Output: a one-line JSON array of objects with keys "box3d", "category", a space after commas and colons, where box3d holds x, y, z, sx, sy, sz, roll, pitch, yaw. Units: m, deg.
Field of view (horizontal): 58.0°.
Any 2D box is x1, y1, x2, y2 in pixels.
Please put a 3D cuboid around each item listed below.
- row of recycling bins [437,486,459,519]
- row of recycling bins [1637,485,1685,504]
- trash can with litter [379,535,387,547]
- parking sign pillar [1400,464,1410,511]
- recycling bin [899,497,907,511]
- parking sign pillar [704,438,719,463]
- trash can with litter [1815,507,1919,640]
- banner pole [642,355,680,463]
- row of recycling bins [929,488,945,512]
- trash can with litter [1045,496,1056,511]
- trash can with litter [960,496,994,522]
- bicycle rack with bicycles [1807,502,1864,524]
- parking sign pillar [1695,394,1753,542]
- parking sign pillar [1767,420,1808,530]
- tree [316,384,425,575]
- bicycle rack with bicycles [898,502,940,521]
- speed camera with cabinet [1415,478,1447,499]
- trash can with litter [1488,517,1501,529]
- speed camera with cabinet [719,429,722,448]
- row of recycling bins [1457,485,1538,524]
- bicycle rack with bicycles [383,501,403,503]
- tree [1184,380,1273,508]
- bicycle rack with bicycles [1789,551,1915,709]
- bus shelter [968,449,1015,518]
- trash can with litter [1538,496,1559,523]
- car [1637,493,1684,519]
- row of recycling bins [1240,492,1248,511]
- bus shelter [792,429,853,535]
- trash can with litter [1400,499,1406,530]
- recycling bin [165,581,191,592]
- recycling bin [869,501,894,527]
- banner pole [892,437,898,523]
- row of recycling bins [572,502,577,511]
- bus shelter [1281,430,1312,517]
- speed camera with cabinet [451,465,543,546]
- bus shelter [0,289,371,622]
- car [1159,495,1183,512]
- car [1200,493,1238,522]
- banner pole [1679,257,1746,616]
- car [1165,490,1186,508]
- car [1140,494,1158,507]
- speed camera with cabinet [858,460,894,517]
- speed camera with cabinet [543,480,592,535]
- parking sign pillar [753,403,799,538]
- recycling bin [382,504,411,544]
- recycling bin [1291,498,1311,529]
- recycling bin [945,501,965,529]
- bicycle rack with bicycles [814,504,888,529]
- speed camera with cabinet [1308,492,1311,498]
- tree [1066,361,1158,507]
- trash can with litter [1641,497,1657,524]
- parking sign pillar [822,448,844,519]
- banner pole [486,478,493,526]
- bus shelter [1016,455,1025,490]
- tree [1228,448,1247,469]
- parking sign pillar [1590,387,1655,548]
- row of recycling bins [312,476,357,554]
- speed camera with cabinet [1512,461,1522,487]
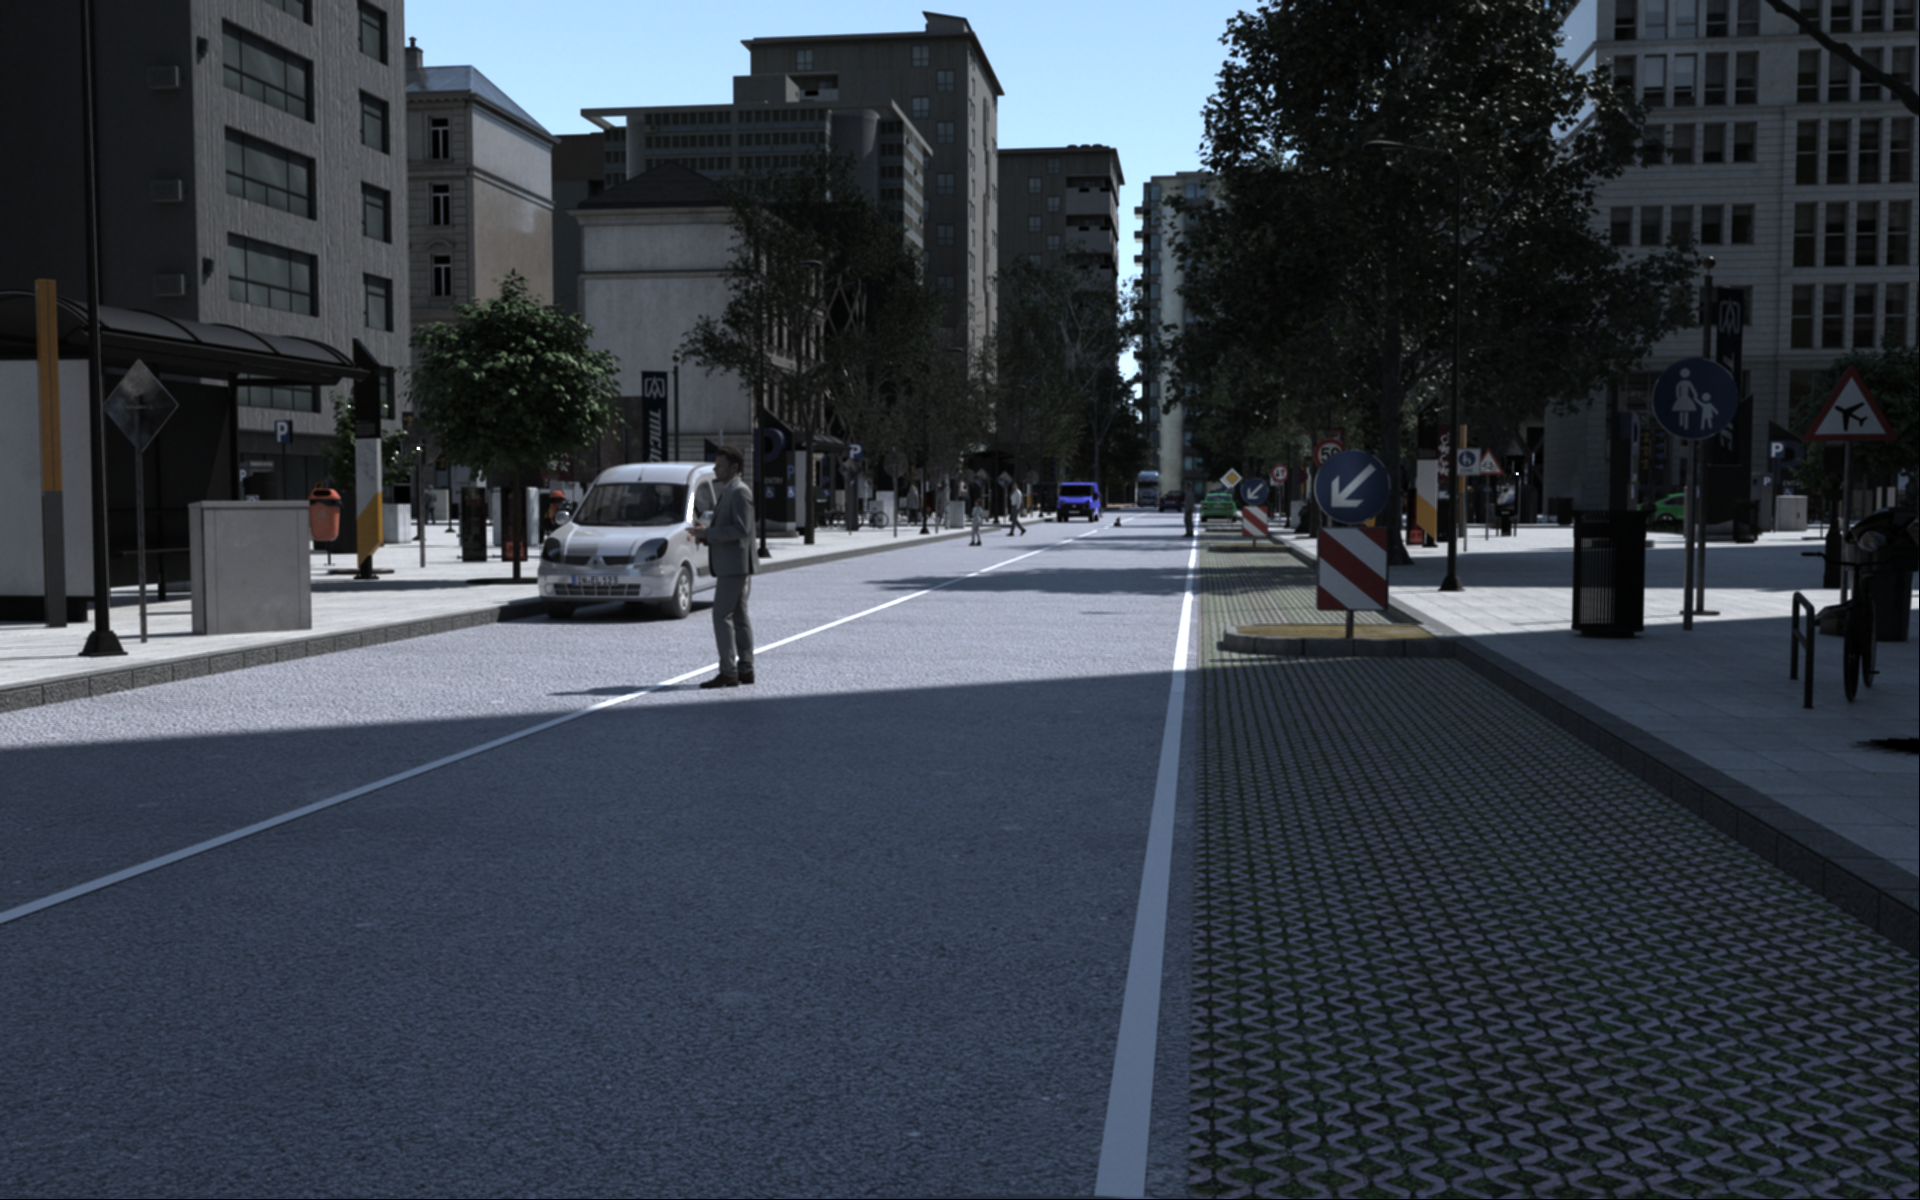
[{"box3d": [-26.018, -5.102, 90.534, 1.069, 1.692, 3.534, 1, 4, 22], "category": "row of recycling bins"}, {"box3d": [30.776, -4.268, 76.887, 3.534, 1.692, 1.069, -1, 4, -21], "category": "row of recycling bins"}, {"box3d": [-14.370, -1.862, 41.830, 0.624, 1.170, 1.055, 1, 4, 14], "category": "trash can with litter"}, {"box3d": [33.549, -8.760, 131.690, 1.447, 3.967, 1.447, -1, 4, -18], "category": "parking sign pillar"}, {"box3d": [-4.013, -7.070, 128.141, 0.722, 1.027, 0.722, -2, 4, -33], "category": "recycling bin"}, {"box3d": [-11.554, -5.778, 82.936, 1.447, 3.967, 1.447, -1, 4, -17], "category": "parking sign pillar"}, {"box3d": [8.015, -0.248, 15.442, 0.624, 1.170, 1.055, 0, 4, -8], "category": "trash can with litter"}, {"box3d": [-5.316, -2.515, 31.145, 0.863, 3.779, 0.401, -2, 4, -23], "category": "banner pole"}, {"box3d": [-1.810, -7.132, 123.716, 1.069, 1.692, 3.534, -2, 4, -33], "category": "row of recycling bins"}, {"box3d": [6.441, -6.776, 122.179, 0.624, 1.170, 1.055, -2, 4, -29], "category": "trash can with litter"}, {"box3d": [0.664, -4.159, 79.057, 2.233, 1.210, 1.678, -1, 4, -22], "category": "trash can with litter"}, {"box3d": [36.961, -3.708, 74.012, 2.925, 0.926, 2.852, -1, 4, -19], "category": "bicycle rack with bicycles"}, {"box3d": [20.711, -3.578, 46.966, 1.447, 3.967, 1.447, 0, 4, 7], "category": "parking sign pillar"}, {"box3d": [29.876, -4.529, 62.522, 1.447, 3.967, 1.447, 1, 4, 16], "category": "parking sign pillar"}, {"box3d": [-9.740, -2.033, 27.837, 1.663, 3.219, 1.824, 0, 3, 0], "category": "tree"}, {"box3d": [-2.242, -4.248, 82.837, 2.925, 0.926, 2.852, 0, 4, 5], "category": "bicycle rack with bicycles"}, {"box3d": [25.727, -6.101, 94.090, 0.660, 3.252, 2.038, -3, 4, -38], "category": "speed camera with cabinet"}, {"box3d": [19.830, -3.207, 63.816, 0.624, 1.170, 1.055, -1, 4, -16], "category": "trash can with litter"}, {"box3d": [-7.872, -3.589, 53.011, 0.660, 3.252, 2.038, -3, 5, -42], "category": "speed camera with cabinet"}, {"box3d": [23.103, -4.141, 74.824, 3.534, 1.692, 1.069, 0, 4, 1], "category": "row of recycling bins"}, {"box3d": [-39.894, -6.341, 117.063, 2.925, 0.926, 2.852, 2, 4, 32], "category": "bicycle rack with bicycles"}, {"box3d": [25.477, -15.475, 159.666, 9.857, 13.997, 8.962, 0, 3, 0], "category": "tree"}, {"box3d": [6.424, 0.151, 10.906, 2.852, 0.926, 2.925, 2, 4, 24], "category": "bicycle rack with bicycles"}, {"box3d": [1.660, -6.303, 94.340, 1.731, 3.624, 6.357, 0, 4, 8], "category": "bus shelter"}, {"box3d": [26.027, -4.040, 77.111, 2.233, 1.210, 1.678, -1, 4, -8], "category": "trash can with litter"}, {"box3d": [28.530, -3.558, 66.966, 4.718, 1.807, 1.959, 1, 4, 9], "category": "car"}, {"box3d": [23.017, -7.911, 136.458, 1.069, 1.692, 3.534, 2, 4, 29], "category": "row of recycling bins"}, {"box3d": [-4.988, -3.804, 56.126, 2.014, 3.302, 5.546, 0, 4, 8], "category": "bus shelter"}, {"box3d": [15.149, -3.075, 61.342, 2.233, 1.210, 1.678, -3, 5, -42], "category": "trash can with litter"}, {"box3d": [-10.142, -0.638, 22.979, 0.722, 1.027, 0.722, 0, 4, -2], "category": "recycling bin"}, {"box3d": [-3.059, -3.350, 67.328, 0.722, 1.027, 0.722, 3, 4, 36], "category": "recycling bin"}, {"box3d": [-2.859, -5.277, 76.291, 0.401, 3.779, 0.863, -1, 4, -20], "category": "banner pole"}, {"box3d": [-12.209, -3.161, 58.801, 1.069, 1.692, 3.534, -3, 5, -41], "category": "row of recycling bins"}, {"box3d": [19.258, -7.434, 99.173, 2.179, 5.291, 8.768, 0, 4, 8], "category": "bus shelter"}, {"box3d": [-11.486, -2.964, 42.796, 2.038, 3.252, 0.660, 1, 4, 10], "category": "speed camera with cabinet"}, {"box3d": [-9.002, -1.587, 19.878, 2.014, 3.302, 5.546, 0, 4, 8], "category": "bus shelter"}, {"box3d": [16.853, -7.703, 138.525, 1.945, 1.354, 3.894, 1, 4, 9], "category": "car"}, {"box3d": [13.270, -4.888, 88.718, 1.959, 1.807, 4.718, 1, 4, 9], "category": "car"}, {"box3d": [8.089, -1.742, 18.491, 0.863, 3.779, 0.401, -2, 4, -32], "category": "banner pole"}, {"box3d": [22.614, -10.576, 181.592, 2.281, 1.827, 5.304, 0, 4, 8], "category": "car"}, {"box3d": [20.750, -10.902, 190.242, 2.014, 1.417, 4.499, 0, 4, 8], "category": "car"}, {"box3d": [-4.618, -6.225, 96.120, 2.038, 3.252, 0.660, -1, 4, -23], "category": "speed camera with cabinet"}, {"box3d": [-12.324, -3.685, 54.579, 2.038, 3.252, 0.660, 1, 4, 12], "category": "speed camera with cabinet"}, {"box3d": [-5.466, -3.816, 50.867, 1.447, 3.967, 1.447, 2, 4, 34], "category": "parking sign pillar"}, {"box3d": [-14.722, -1.978, 44.892, 0.722, 1.027, 0.722, 1, 4, 12], "category": "recycling bin"}, {"box3d": [12.568, -3.099, 63.225, 0.722, 1.027, 0.722, -2, 4, -33], "category": "recycling bin"}, {"box3d": [-0.193, -3.188, 64.675, 0.722, 1.027, 0.722, 0, 4, 2], "category": "recycling bin"}, {"box3d": [-4.423, -3.086, 63.832, 2.925, 0.926, 2.852, 1, 4, 22], "category": "bicycle rack with bicycles"}, {"box3d": [30.518, -9.305, 146.470, 2.038, 3.252, 0.660, -1, 4, -15], "category": "speed camera with cabinet"}, {"box3d": [13.839, -15.844, 165.702, 9.857, 13.997, 8.962, 0, 3, 0], "category": "tree"}, {"box3d": [25.280, -3.151, 62.898, 1.055, 1.170, 0.624, 2, 4, 23], "category": "trash can with litter"}, {"box3d": [-6.402, -5.872, 84.473, 1.447, 3.967, 1.447, 0, 4, 7], "category": "parking sign pillar"}, {"box3d": [-19.058, -4.865, 69.552, 0.863, 3.779, 0.401, 1, 4, 18], "category": "banner pole"}, {"box3d": [2.697, -6.868, 103.576, 1.731, 3.624, 6.357, 0, 4, 8], "category": "bus shelter"}, {"box3d": [27.138, -13.410, 169.622, 4.737, 8.622, 4.395, 0, 3, 0], "category": "tree"}, {"box3d": [15.886, -3.238, 41.409, 1.447, 3.967, 1.447, 2, 4, 31], "category": "parking sign pillar"}, {"box3d": [-13.754, -1.931, 38.677, 1.069, 1.692, 3.534, -2, 4, -28], "category": "row of recycling bins"}, {"box3d": [33.123, -6.679, 103.543, 0.660, 3.252, 2.038, 2, 4, 27], "category": "speed camera with cabinet"}]
